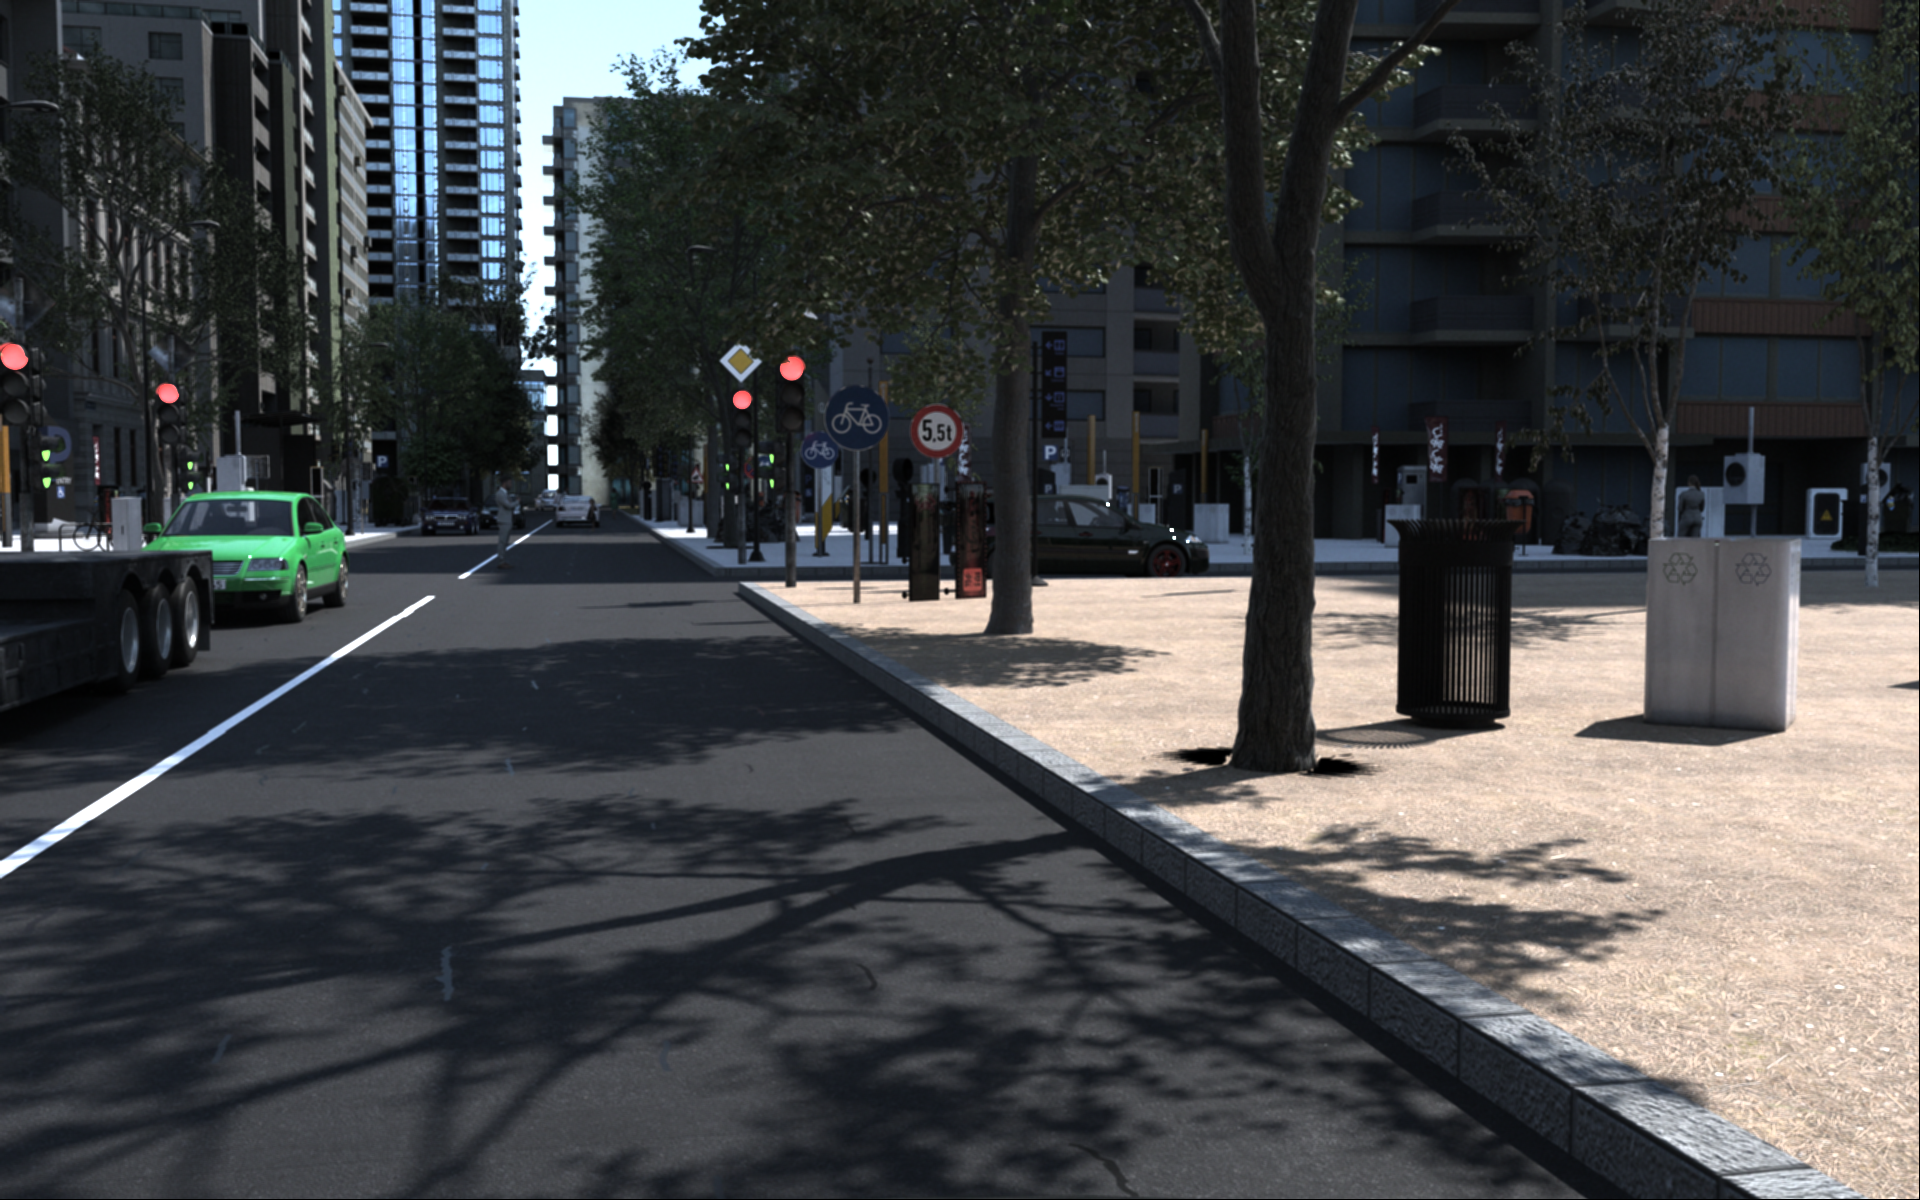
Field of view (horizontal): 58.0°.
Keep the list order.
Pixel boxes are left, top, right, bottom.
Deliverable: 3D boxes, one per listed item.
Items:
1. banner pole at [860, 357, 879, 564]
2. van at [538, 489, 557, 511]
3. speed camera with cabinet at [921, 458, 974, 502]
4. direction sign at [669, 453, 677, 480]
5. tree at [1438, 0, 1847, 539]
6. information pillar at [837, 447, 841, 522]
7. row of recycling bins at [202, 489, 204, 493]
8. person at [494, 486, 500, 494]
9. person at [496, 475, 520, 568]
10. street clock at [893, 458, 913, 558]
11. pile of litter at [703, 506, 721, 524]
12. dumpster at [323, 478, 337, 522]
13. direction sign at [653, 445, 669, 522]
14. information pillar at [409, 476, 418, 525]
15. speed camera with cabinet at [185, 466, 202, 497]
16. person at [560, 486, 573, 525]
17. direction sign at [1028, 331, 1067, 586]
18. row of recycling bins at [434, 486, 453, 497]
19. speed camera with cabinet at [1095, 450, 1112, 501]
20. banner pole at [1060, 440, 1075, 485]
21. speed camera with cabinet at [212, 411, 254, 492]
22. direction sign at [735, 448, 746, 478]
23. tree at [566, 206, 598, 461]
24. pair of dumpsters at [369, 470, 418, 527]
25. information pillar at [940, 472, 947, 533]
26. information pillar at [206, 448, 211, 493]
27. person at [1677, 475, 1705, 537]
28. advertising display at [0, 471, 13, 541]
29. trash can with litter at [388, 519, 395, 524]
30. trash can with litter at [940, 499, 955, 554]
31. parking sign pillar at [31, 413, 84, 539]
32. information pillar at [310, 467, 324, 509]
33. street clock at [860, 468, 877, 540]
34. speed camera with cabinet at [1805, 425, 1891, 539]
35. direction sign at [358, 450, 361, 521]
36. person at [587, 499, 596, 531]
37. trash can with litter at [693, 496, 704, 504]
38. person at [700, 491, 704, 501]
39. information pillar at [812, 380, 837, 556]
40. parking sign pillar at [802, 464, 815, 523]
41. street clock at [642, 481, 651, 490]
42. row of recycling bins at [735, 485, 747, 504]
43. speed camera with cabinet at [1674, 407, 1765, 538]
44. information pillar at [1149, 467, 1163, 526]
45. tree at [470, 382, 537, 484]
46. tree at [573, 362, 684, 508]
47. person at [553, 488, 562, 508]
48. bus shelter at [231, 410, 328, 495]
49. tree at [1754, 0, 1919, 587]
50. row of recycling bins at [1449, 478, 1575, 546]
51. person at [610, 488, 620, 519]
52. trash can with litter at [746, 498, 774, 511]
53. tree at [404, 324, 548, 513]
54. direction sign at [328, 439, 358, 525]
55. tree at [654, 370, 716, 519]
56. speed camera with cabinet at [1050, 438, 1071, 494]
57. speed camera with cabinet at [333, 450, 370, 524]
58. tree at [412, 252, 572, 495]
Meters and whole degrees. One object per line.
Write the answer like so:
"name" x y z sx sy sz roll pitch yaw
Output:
"banner pole" -1.650 -2.562 31.900 0.401 3.779 0.863 0 4 -4
"van" -35.079 -8.644 148.341 2.013 2.044 4.112 -1 4 -13
"speed camera with cabinet" -0.161 -3.593 53.076 2.038 3.252 0.660 -1 4 -11
"direction sign" -15.936 -6.301 95.017 0.876 3.537 0.379 0 4 7
"tree" 7.691 -4.211 19.213 4.360 8.622 3.978 0 3 0
"information pillar" -5.555 -5.349 78.810 0.183 3.616 0.504 2 4 25
"row of recycling bins" -43.182 -5.350 94.587 3.534 1.692 1.069 -1 4 -21
"person" -22.167 -4.549 83.053 0.511 1.800 0.466 0 4 -6
"person" -8.728 -1.516 33.473 0.466 1.800 0.511 -1 4 -15
"street clock" -1.150 -1.855 34.902 0.358 2.002 0.471 2 4 26
"pile of litter" -10.115 -3.635 73.400 1.719 0.858 1.176 3 4 38
"dumpster" -21.196 -3.119 56.746 1.264 1.857 1.865 -1 4 -12
"direction sign" -13.924 -5.370 79.791 0.379 3.537 0.876 -3 4 -38
"information pillar" -22.724 -4.128 71.988 0.304 2.012 0.304 0 4 1
"speed camera with cabinet" -31.653 -4.823 73.197 2.038 3.252 0.660 -1 4 -21
"person" -18.459 -4.415 80.963 0.850 1.792 0.678 0 4 8
"direction sign" 1.047 -1.968 24.170 0.876 3.537 0.379 0 4 -1
"row of recycling bins" -28.358 -5.353 94.632 1.069 1.692 3.534 -2 4 -26
"speed camera with cabinet" 5.811 -5.138 78.345 2.038 3.252 0.660 1 4 18
"banner pole" 5.041 -5.525 80.353 0.863 3.779 0.401 0 3 0
"speed camera with cabinet" -17.478 -2.901 41.760 0.660 3.252 2.038 -1 4 -14
"direction sign" -10.882 -5.742 85.876 0.379 3.537 0.876 -3 5 -43
"tree" -7.577 -8.071 50.088 7.486 12.596 7.792 0 3 0
"pair of dumpsters" -22.494 -4.053 68.765 1.574 2.255 4.437 -1 4 -12
"information pillar" -0.624 -3.225 57.219 0.304 2.012 0.304 -1 4 -20
"information pillar" -37.356 -5.795 86.107 0.183 3.616 0.504 -1 4 -13
"person" 13.799 -1.475 32.888 0.520 1.790 0.573 -1 4 -14
"advertising display" -26.145 -2.543 46.794 0.974 1.923 0.123 -3 4 -37
"trash can with litter" -23.883 -3.784 73.262 1.055 1.170 0.624 2 4 31
"trash can with litter" 0.017 -1.567 37.015 1.055 1.170 0.624 -3 5 -39
"parking sign pillar" -26.124 -3.758 49.909 1.447 3.967 1.447 0 4 6
"information pillar" -17.348 -2.586 46.774 0.304 2.012 0.304 -1 4 -15
"street clock" -2.575 -2.691 48.572 0.471 2.002 0.358 0 4 1
"speed camera with cabinet" 25.106 -3.342 48.970 2.038 3.252 0.660 1 4 18
"direction sign" -28.289 -5.454 81.172 0.379 3.537 0.876 -2 4 -34
"person" -14.169 -3.266 66.565 0.373 1.253 0.362 -1 4 -14
"trash can with litter" -13.296 -4.577 86.220 1.055 1.170 0.624 -3 4 -38
"person" -27.796 -10.923 187.228 0.705 1.807 1.348 -3 4 -38
"information pillar" -2.834 -2.720 35.825 0.183 3.616 0.504 2 4 33
"parking sign pillar" -6.329 -5.370 76.278 1.447 3.967 1.447 2 4 27
"street clock" -17.662 -5.697 97.723 0.471 2.002 0.358 -3 5 -44
"row of recycling bins" -10.413 -4.526 81.110 1.069 1.692 3.534 -1 4 -11
"speed camera with cabinet" 17.504 -2.790 39.946 0.660 3.252 2.038 -2 4 -25
"information pillar" 5.335 -2.617 47.281 0.304 2.012 0.304 1 4 22
"tree" -43.173 -14.919 162.059 7.486 12.596 7.792 0 3 0
"tree" -30.160 -15.177 158.508 12.009 13.543 11.850 0 3 0
"person" -21.485 -5.146 93.312 0.731 1.740 0.598 -2 4 -35
"bus shelter" -20.054 -3.670 51.290 1.731 3.624 6.357 -1 4 -12
"tree" 12.670 -4.473 23.494 4.737 8.622 4.395 0 3 0
"row of recycling bins" 14.072 -2.276 44.322 1.069 1.692 3.534 -3 5 -39
"person" -20.069 -5.610 100.477 0.600 1.795 0.529 0 4 3
"trash can with litter" -6.080 -2.518 52.558 1.055 1.170 0.624 1 4 13
"tree" -32.810 -12.261 117.482 9.611 12.733 9.660 0 3 0
"direction sign" -25.566 -4.878 71.759 0.876 3.537 0.379 -2 4 -30
"tree" -14.584 -8.465 88.762 4.737 8.622 4.395 0 3 0
"speed camera with cabinet" 2.936 -3.534 52.122 0.660 3.252 2.038 0 4 -1
"speed camera with cabinet" -26.400 -4.887 74.232 2.038 3.252 0.660 1 4 10
"tree" -34.667 -16.977 133.464 12.611 20.169 13.585 0 3 0
